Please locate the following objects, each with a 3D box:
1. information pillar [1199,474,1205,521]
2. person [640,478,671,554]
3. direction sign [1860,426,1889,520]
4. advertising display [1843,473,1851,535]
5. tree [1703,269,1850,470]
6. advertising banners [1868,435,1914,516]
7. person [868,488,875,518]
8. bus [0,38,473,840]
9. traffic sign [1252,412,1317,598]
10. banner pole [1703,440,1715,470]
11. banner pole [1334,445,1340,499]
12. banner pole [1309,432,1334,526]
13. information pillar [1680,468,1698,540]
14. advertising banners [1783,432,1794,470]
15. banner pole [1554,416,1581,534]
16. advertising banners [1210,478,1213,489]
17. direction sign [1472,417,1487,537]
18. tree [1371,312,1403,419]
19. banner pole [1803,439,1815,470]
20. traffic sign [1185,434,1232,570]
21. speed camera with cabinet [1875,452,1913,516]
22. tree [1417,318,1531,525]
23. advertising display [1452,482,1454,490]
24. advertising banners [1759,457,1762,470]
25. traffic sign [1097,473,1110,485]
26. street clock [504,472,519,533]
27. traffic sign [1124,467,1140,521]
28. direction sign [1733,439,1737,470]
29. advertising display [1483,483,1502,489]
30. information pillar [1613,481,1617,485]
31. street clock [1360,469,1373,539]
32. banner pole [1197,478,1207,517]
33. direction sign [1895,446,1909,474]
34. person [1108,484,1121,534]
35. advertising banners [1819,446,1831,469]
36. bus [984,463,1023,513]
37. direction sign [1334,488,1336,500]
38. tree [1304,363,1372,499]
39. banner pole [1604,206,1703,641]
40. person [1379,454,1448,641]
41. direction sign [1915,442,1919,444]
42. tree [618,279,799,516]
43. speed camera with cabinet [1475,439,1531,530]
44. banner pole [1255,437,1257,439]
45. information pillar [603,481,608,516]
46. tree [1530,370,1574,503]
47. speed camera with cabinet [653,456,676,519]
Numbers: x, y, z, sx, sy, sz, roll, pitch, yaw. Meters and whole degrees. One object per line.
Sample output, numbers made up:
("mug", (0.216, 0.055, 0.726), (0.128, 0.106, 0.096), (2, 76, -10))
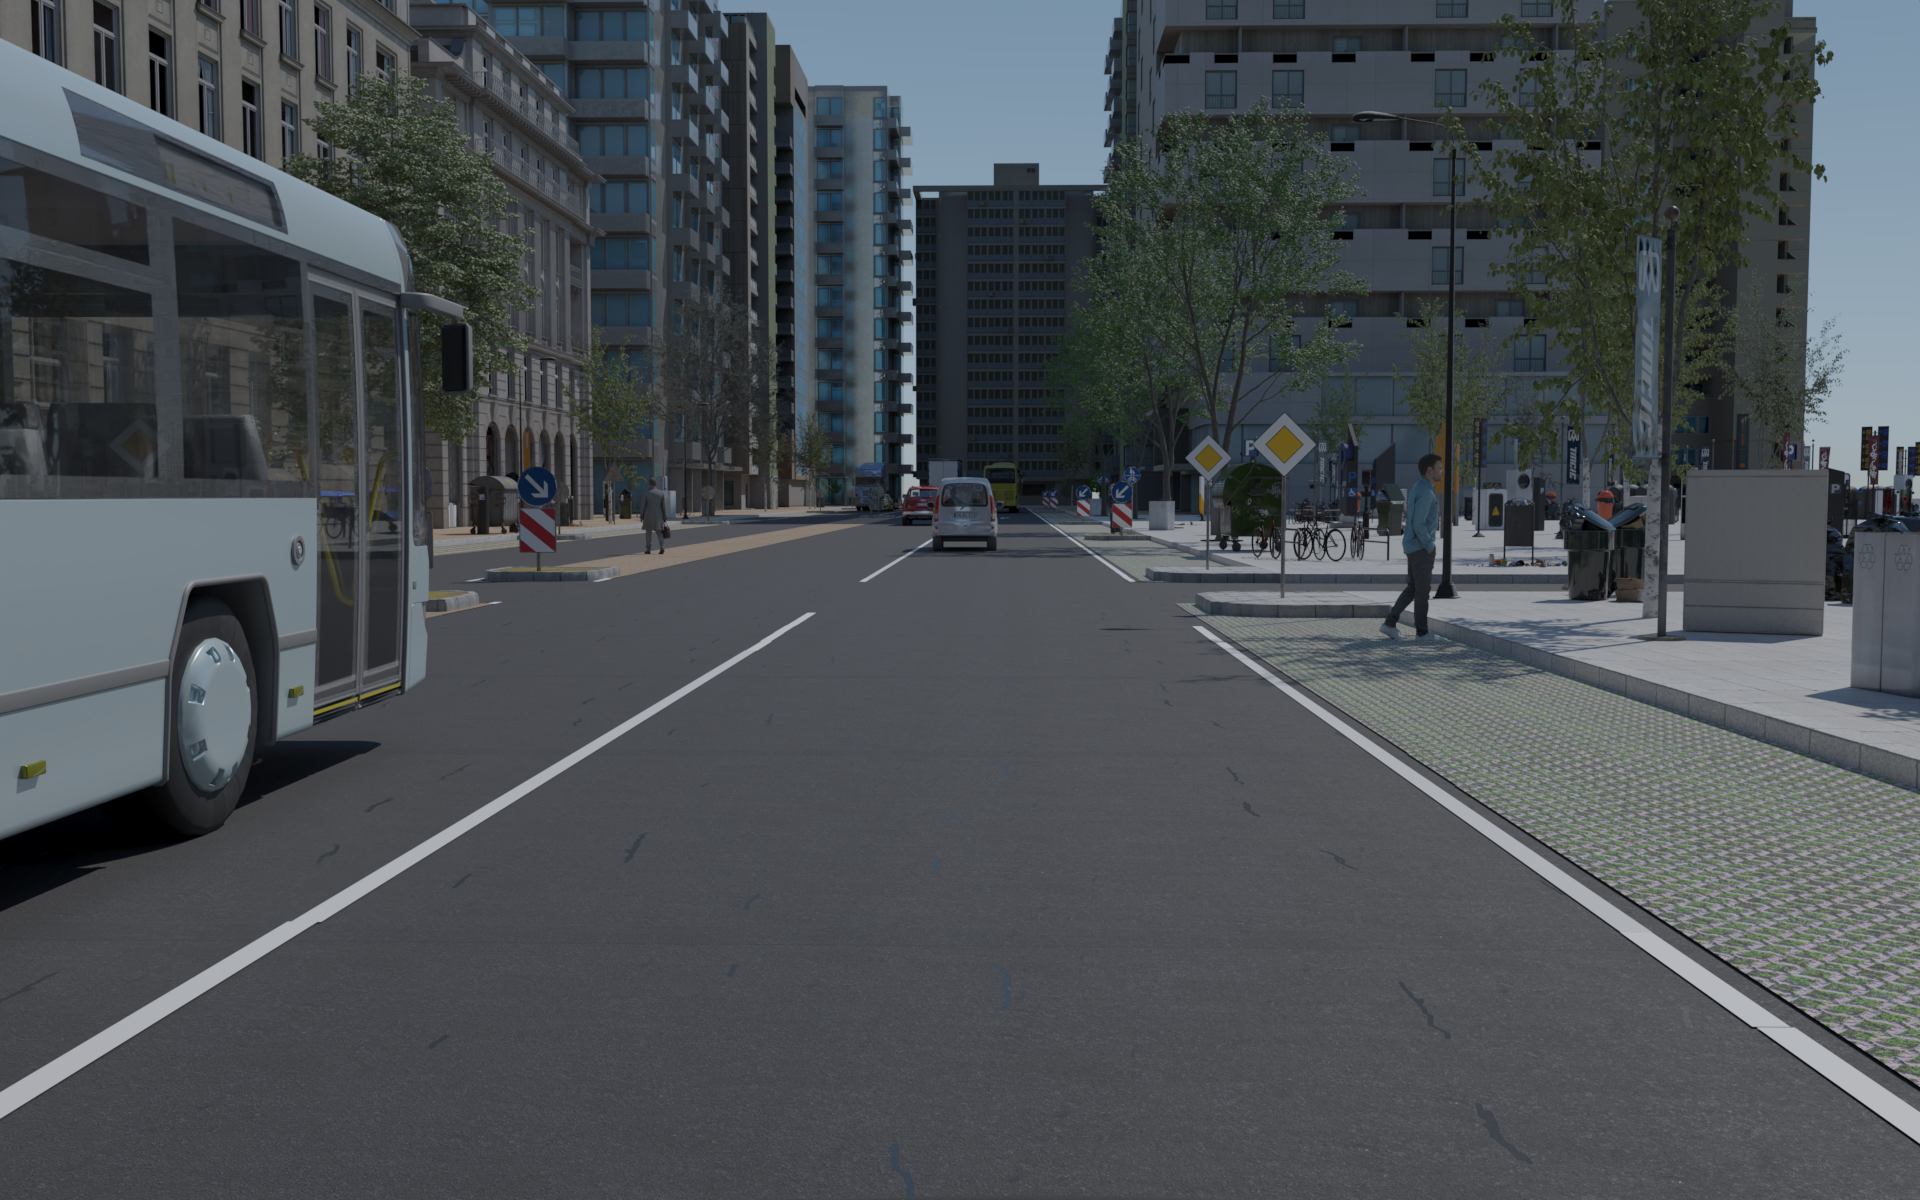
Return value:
("information pillar", (11.405, -5.522, 81.643), (0.183, 3.616, 0.504), (2, 4, 26))
("person", (-7.262, -1.988, 41.110), (0.694, 1.812, 0.767), (-2, 4, -27))
("direction sign", (30.521, -4.028, 57.852), (0.379, 3.537, 0.876), (-3, 4, -39))
("advertising display", (26.612, -2.915, 52.869), (0.974, 1.923, 0.123), (2, 4, 26))
("tree", (26.878, -6.538, 57.258), (4.360, 8.622, 3.978), (0, 3, 0))
("advertising banners", (27.087, -3.320, 50.465), (0.090, 3.025, 2.074), (0, 4, -7))
("person", (-5.150, -5.713, 102.175), (0.573, 1.790, 0.520), (-3, 4, -38))
("bus", (-4.357, -0.585, 4.417), (2.948, 3.499, 13.247), (0, 3, 0))
("traffic sign", (3.972, -1.079, 21.283), (0.795, 2.450, 0.064), (0, 4, 2))
("banner pole", (34.455, -5.491, 79.799), (0.401, 3.779, 0.863), (-2, 4, -30))
("banner pole", (19.197, -6.023, 88.499), (0.401, 3.779, 0.863), (-2, 4, -28))
("banner pole", (14.508, -4.888, 69.944), (0.863, 3.779, 0.401), (-2, 4, -31))
("information pillar", (20.370, -2.686, 48.402), (0.304, 2.012, 0.304), (-2, 4, -30))
("advertising banners", (23.325, -3.195, 48.433), (0.090, 3.025, 2.074), (1, 4, 9))
("banner pole", (19.580, -4.019, 55.733), (0.863, 3.779, 0.401), (-1, 4, -10))
("advertising banners", (14.845, -6.329, 99.662), (0.090, 3.025, 2.074), (3, 5, 42))
("direction sign", (15.444, -3.638, 51.483), (0.379, 3.537, 0.876), (3, 5, 41))
("tree", (17.895, -6.972, 64.360), (4.737, 8.622, 4.395), (0, 3, 0))
("banner pole", (38.737, -5.446, 79.060), (0.863, 3.779, 0.401), (-2, 4, -25))
("traffic sign", (4.189, -1.567, 29.265), (0.795, 2.450, 0.064), (0, 4, 2))
("speed camera with cabinet", (43.186, -5.241, 80.033), (2.038, 3.252, 0.660), (-2, 4, -31))
("tree", (21.226, -7.447, 72.114), (4.360, 8.622, 3.978), (0, 3, 0))
("advertising display", (25.699, -5.222, 90.588), (0.123, 1.923, 0.974), (1, 4, 21))
("advertising banners", (37.863, -5.230, 81.698), (0.090, 3.025, 2.074), (1, 4, 18))
("traffic sign", (8.581, -6.327, 103.547), (0.768, 2.556, 0.104), (1, 4, 9))
("street clock", (-14.896, -3.244, 57.608), (0.471, 2.002, 0.358), (-2, 4, -32))
("traffic sign", (8.066, -4.959, 81.181), (0.768, 2.556, 0.104), (0, 4, 7))
("direction sign", (32.277, -4.905, 72.197), (0.379, 3.537, 0.876), (1, 4, 19))
("advertising display", (29.754, -5.603, 96.827), (0.974, 1.923, 0.123), (2, 4, 23))
("information pillar", (36.109, -5.582, 95.749), (0.304, 2.012, 0.304), (3, 4, 38))
("street clock", (11.555, -2.734, 49.266), (0.358, 2.002, 0.471), (1, 4, 18))
("banner pole", (13.686, -6.564, 97.335), (0.863, 3.779, 0.401), (-2, 4, -35))
("direction sign", (44.916, -5.526, 82.339), (0.876, 3.537, 0.379), (0, 4, 3))
("person", (5.199, -3.006, 58.063), (0.534, 1.772, 0.576), (0, 4, -8))
("advertising banners", (31.603, -4.184, 64.590), (0.090, 3.025, 2.074), (-1, 4, -18))
("bus", (3.349, -8.750, 134.611), (2.896, 3.916, 12.252), (0, 4, 3))
("direction sign", (20.081, -6.160, 92.720), (0.379, 3.537, 0.876), (0, 4, 4))
("tree", (21.198, -8.989, 97.325), (4.737, 8.622, 4.395), (0, 3, 0))
("banner pole", (6.016, -1.528, 15.006), (0.863, 3.779, 0.401), (-3, 5, -42))
("person", (4.426, -0.511, 16.873), (0.620, 1.820, 0.660), (0, 4, 2))
("direction sign", (41.518, -5.056, 74.655), (0.379, 3.537, 0.876), (-1, 4, -22))
("tree", (-14.339, -11.556, 99.306), (12.009, 13.543, 11.850), (0, 3, 0))
("speed camera with cabinet", (19.310, -4.110, 61.535), (2.038, 3.252, 0.660), (-2, 4, -24))
("banner pole", (12.888, -5.254, 75.917), (0.401, 3.779, 0.863), (-1, 4, -8))
("information pillar", (-20.197, -5.784, 99.054), (0.304, 2.012, 0.304), (-3, 5, -43))
("tree", (33.423, -9.208, 100.909), (4.360, 8.622, 3.978), (0, 3, 0))
("speed camera with cabinet", (-15.399, -5.865, 90.233), (0.660, 3.252, 2.038), (1, 4, 9))
